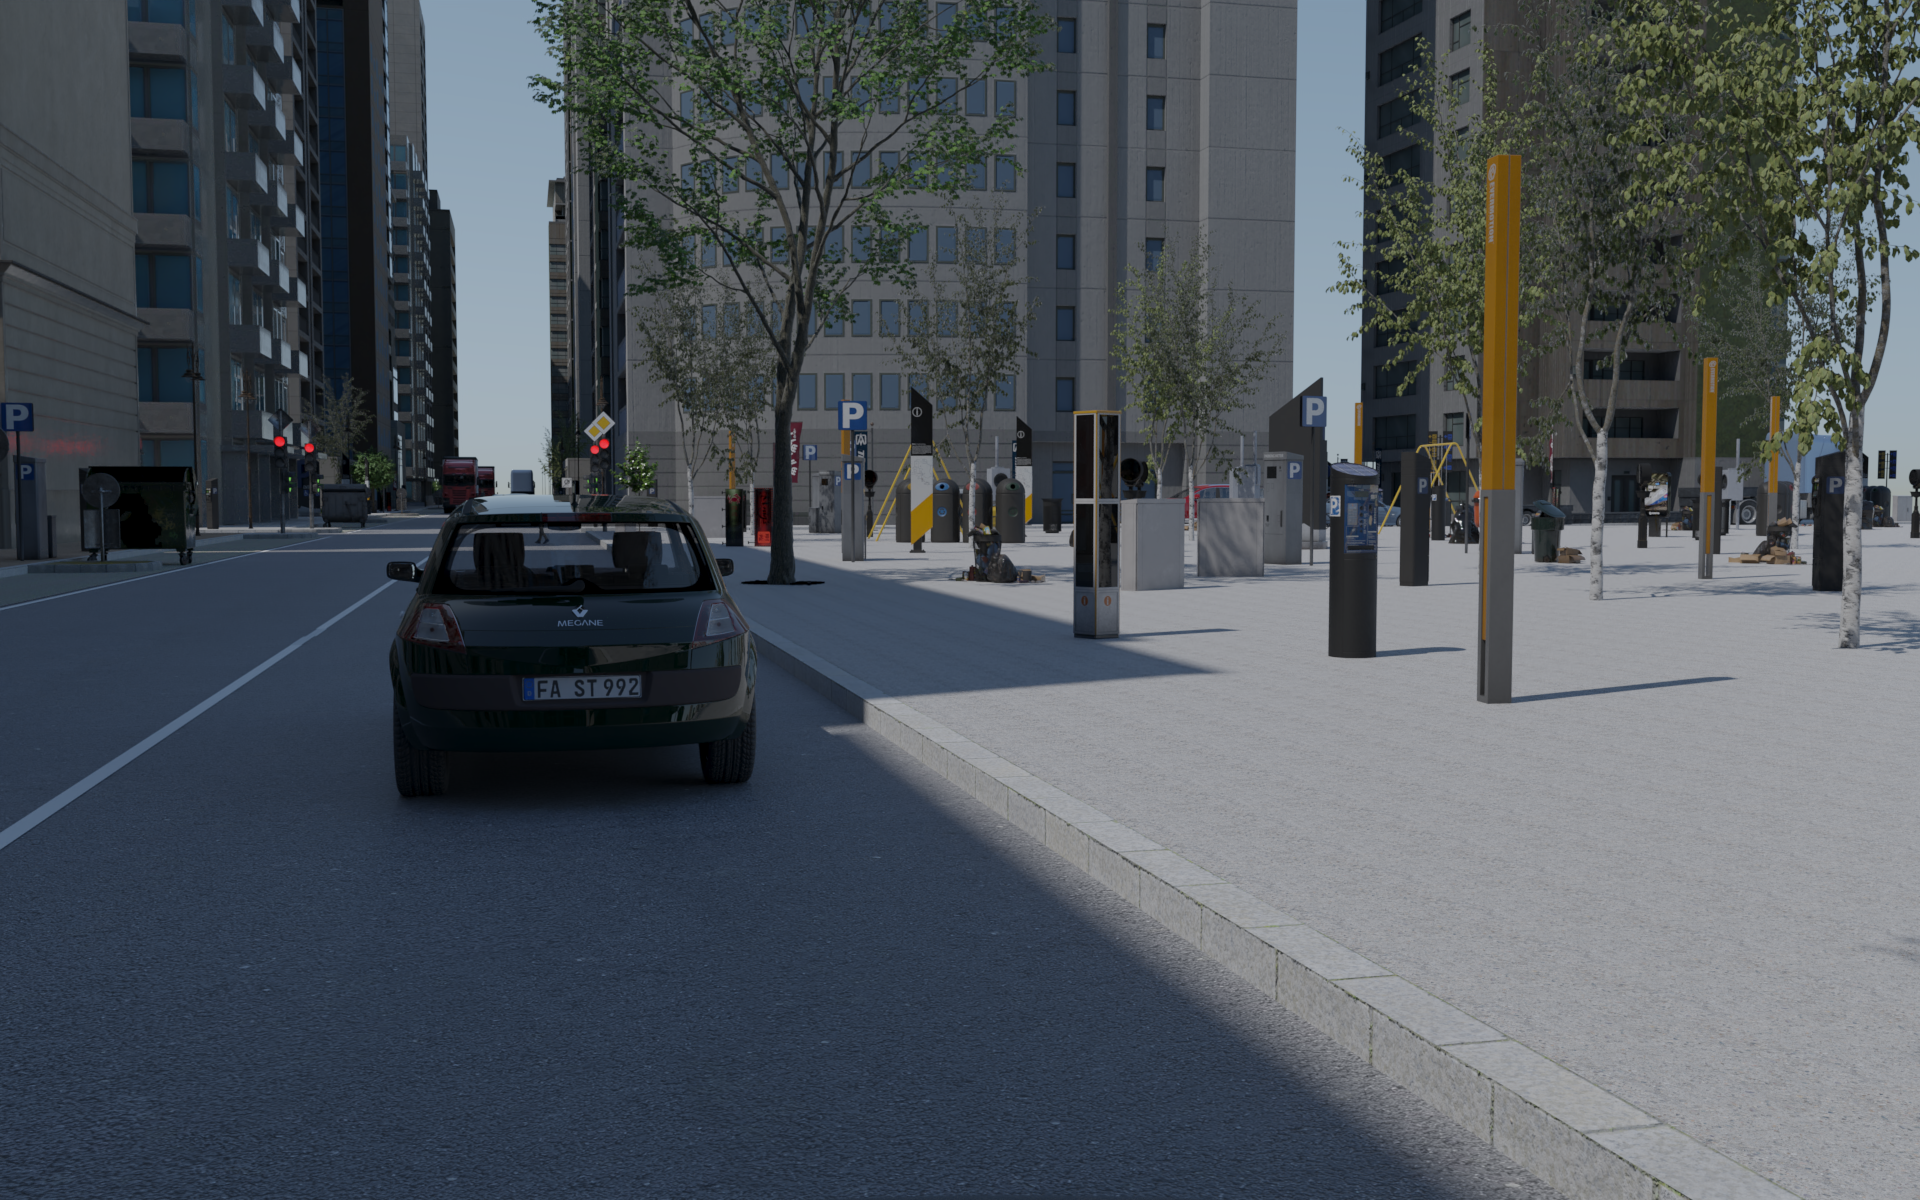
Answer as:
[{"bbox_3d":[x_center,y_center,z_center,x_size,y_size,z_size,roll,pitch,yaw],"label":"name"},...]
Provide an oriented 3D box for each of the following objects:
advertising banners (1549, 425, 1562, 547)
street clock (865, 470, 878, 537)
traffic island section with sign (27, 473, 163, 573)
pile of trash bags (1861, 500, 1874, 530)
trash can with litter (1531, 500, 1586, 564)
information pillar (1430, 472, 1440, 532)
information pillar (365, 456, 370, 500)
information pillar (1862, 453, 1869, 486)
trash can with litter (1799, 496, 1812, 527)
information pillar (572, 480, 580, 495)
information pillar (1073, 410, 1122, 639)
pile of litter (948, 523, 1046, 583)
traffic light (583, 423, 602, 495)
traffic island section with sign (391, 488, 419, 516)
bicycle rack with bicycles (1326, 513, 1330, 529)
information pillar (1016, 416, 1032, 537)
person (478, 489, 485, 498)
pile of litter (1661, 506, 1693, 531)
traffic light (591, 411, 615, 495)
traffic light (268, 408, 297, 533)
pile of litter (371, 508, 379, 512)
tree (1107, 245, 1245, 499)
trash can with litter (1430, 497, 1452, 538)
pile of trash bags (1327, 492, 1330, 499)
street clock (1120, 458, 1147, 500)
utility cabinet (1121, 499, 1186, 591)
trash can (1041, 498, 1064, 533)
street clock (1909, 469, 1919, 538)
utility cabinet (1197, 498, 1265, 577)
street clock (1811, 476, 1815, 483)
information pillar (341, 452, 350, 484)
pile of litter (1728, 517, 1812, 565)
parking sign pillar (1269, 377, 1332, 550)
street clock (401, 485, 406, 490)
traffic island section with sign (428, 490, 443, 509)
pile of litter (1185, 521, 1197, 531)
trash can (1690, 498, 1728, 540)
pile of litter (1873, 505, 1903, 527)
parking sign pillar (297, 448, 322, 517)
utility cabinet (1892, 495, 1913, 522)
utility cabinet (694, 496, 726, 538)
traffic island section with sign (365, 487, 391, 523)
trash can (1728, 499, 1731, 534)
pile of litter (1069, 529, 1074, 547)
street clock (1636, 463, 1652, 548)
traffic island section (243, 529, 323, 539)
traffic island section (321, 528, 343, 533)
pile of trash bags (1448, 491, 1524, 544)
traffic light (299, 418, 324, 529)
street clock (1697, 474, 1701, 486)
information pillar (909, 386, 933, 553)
[{"bbox_3d":[13.977,-2.722,40.690,0.090,3.025,2.074,1,4,13],"label":"advertising banners"},{"bbox_3d":[-2.687,-2.870,51.498,0.471,2.002,0.358,0,4,3],"label":"street clock"},{"bbox_3d":[-16.019,-1.442,32.201,1.989,1.847,2.006,-1,4,-14],"label":"traffic island section with sign"},{"bbox_3d":[31.886,-3.224,62.471,1.912,1.369,3.447,2,4,31],"label":"pile of trash bags"},{"bbox_3d":[11.182,-1.279,32.292,0.624,1.170,1.055,-2,4,-33],"label":"trash can with litter"},{"bbox_3d":[15.912,-3.282,58.153,0.304,2.012,0.304,0,4,5],"label":"information pillar"},{"bbox_3d":[-36.863,-7.117,107.712,0.183,3.616,0.504,-3,5,-40],"label":"information pillar"},{"bbox_3d":[47.416,-6.094,90.990,0.504,3.616,0.183,1,4,18],"label":"information pillar"},{"bbox_3d":[33.755,-3.558,69.236,2.233,1.210,1.678,-1,4,-20],"label":"trash can with litter"},{"bbox_3d":[-20.049,-5.257,90.442,0.304,2.012,0.304,-3,5,-42],"label":"information pillar"},{"bbox_3d":[1.218,-0.668,15.412,0.304,2.012,0.304,-3,4,-39],"label":"information pillar"},{"bbox_3d":[0.551,-0.707,25.530,1.176,0.858,1.719,-2,4,-27],"label":"pile of litter"},{"bbox_3d":[-14.064,-4.753,66.628,0.839,4.253,0.868,-1,4,-14],"label":"traffic light"},{"bbox_3d":[-36.239,-6.359,112.599,1.989,1.847,2.006,-1,4,-14],"label":"traffic island section with sign"},{"bbox_3d":[12.081,-2.973,61.992,2.925,0.926,2.852,-2,4,-24],"label":"bicycle rack with bicycles"},{"bbox_3d":[1.907,-3.696,51.792,0.504,3.616,0.183,1,4,12],"label":"information pillar"},{"bbox_3d":[-34.077,-7.015,123.363,0.590,1.801,0.661,-1,4,-18],"label":"person"},{"bbox_3d":[25.499,-2.864,60.791,1.719,0.858,1.176,3,4,37],"label":"pile of litter"},{"bbox_3d":[-12.116,-4.279,58.883,0.839,4.253,0.868,-1,4,-14],"label":"traffic light"},{"bbox_3d":[-22.065,-4.126,56.374,0.839,4.253,0.868,-1,4,-14],"label":"traffic light"},{"bbox_3d":[-42.170,-6.682,123.213,1.719,0.858,1.176,-1,4,-22],"label":"pile of litter"},{"bbox_3d":[6.233,-6.236,52.321,4.737,8.622,4.395,0,3,0],"label":"tree"},{"bbox_3d":[14.513,-2.421,50.636,2.233,1.210,1.678,0,4,-1],"label":"trash can with litter"},{"bbox_3d":[32.160,-8.855,154.539,3.447,1.369,1.912,1,4,15],"label":"pile of trash bags"},{"bbox_3d":[3.424,-1.846,34.754,0.471,2.002,0.358,1,4,17],"label":"street clock"},{"bbox_3d":[2.591,-0.741,23.273,1.020,1.237,0.306,-3,5,-44],"label":"utility cabinet"},{"bbox_3d":[3.018,-2.751,56.630,0.748,1.137,0.748,0,3,0],"label":"trash can"},{"bbox_3d":[27.672,-2.786,50.118,0.358,2.002,0.471,0,4,-2],"label":"street clock"},{"bbox_3d":[4.216,-0.969,27.000,1.020,1.237,0.306,0,4,4],"label":"utility cabinet"},{"bbox_3d":[32.515,-3.734,65.622,0.471,2.002,0.358,-1,4,-9],"label":"street clock"},{"bbox_3d":[-34.387,-6.457,96.923,0.183,3.616,0.504,2,4,32],"label":"information pillar"},{"bbox_3d":[14.958,-1.101,31.966,1.176,0.858,1.719,0,4,-4],"label":"pile of litter"},{"bbox_3d":[7.898,-3.183,40.517,1.447,3.967,1.447,2,4,35],"label":"parking sign pillar"},{"bbox_3d":[-43.846,-8.071,136.524,0.358,2.002,0.471,-2,4,-31],"label":"street clock"},{"bbox_3d":[-48.478,-9.337,161.291,1.989,1.847,2.006,-1,4,-14],"label":"traffic island section with sign"},{"bbox_3d":[8.276,-2.855,60.639,1.176,0.858,1.719,0,4,7],"label":"pile of litter"},{"bbox_3d":[20.615,-2.221,47.962,0.748,1.137,0.748,0,3,0],"label":"trash can"},{"bbox_3d":[35.516,-3.247,67.056,1.176,0.858,1.719,-3,5,-44],"label":"pile of litter"},{"bbox_3d":[-37.018,-6.722,98.379,1.447,3.967,1.447,1,4,21],"label":"parking sign pillar"},{"bbox_3d":[44.126,-4.277,81.088,1.020,1.237,0.306,-2,4,-24],"label":"utility cabinet"},{"bbox_3d":[-7.377,-2.416,50.661,1.020,1.237,0.306,-1,4,-16],"label":"utility cabinet"},{"bbox_3d":[-29.589,-4.743,86.176,1.989,1.847,2.006,-1,4,-14],"label":"traffic island section with sign"},{"bbox_3d":[23.399,-2.555,53.427,0.748,1.137,0.748,0,3,0],"label":"trash can"},{"bbox_3d":[3.289,-1.723,42.135,1.176,0.858,1.719,3,5,40],"label":"pile of litter"},{"bbox_3d":[16.159,-2.226,40.960,0.358,2.002,0.471,0,4,5],"label":"street clock"},{"bbox_3d":[-22.106,-2.093,56.499,2.009,0.180,2.903,-1,4,-14],"label":"traffic island section"},{"bbox_3d":[-24.054,-2.567,64.244,2.009,0.180,2.903,-1,4,-14],"label":"traffic island section"},{"bbox_3d":[13.518,-2.132,44.616,1.912,1.369,3.447,1,4,19],"label":"pile of trash bags"},{"bbox_3d":[-24.012,-4.599,64.119,0.839,4.253,0.868,-1,4,-14],"label":"traffic light"},{"bbox_3d":[24.731,-3.236,57.484,0.471,2.002,0.358,0,4,8],"label":"street clock"},{"bbox_3d":[-0.843,-2.831,37.639,0.504,3.616,0.183,0,4,4],"label":"information pillar"}]
